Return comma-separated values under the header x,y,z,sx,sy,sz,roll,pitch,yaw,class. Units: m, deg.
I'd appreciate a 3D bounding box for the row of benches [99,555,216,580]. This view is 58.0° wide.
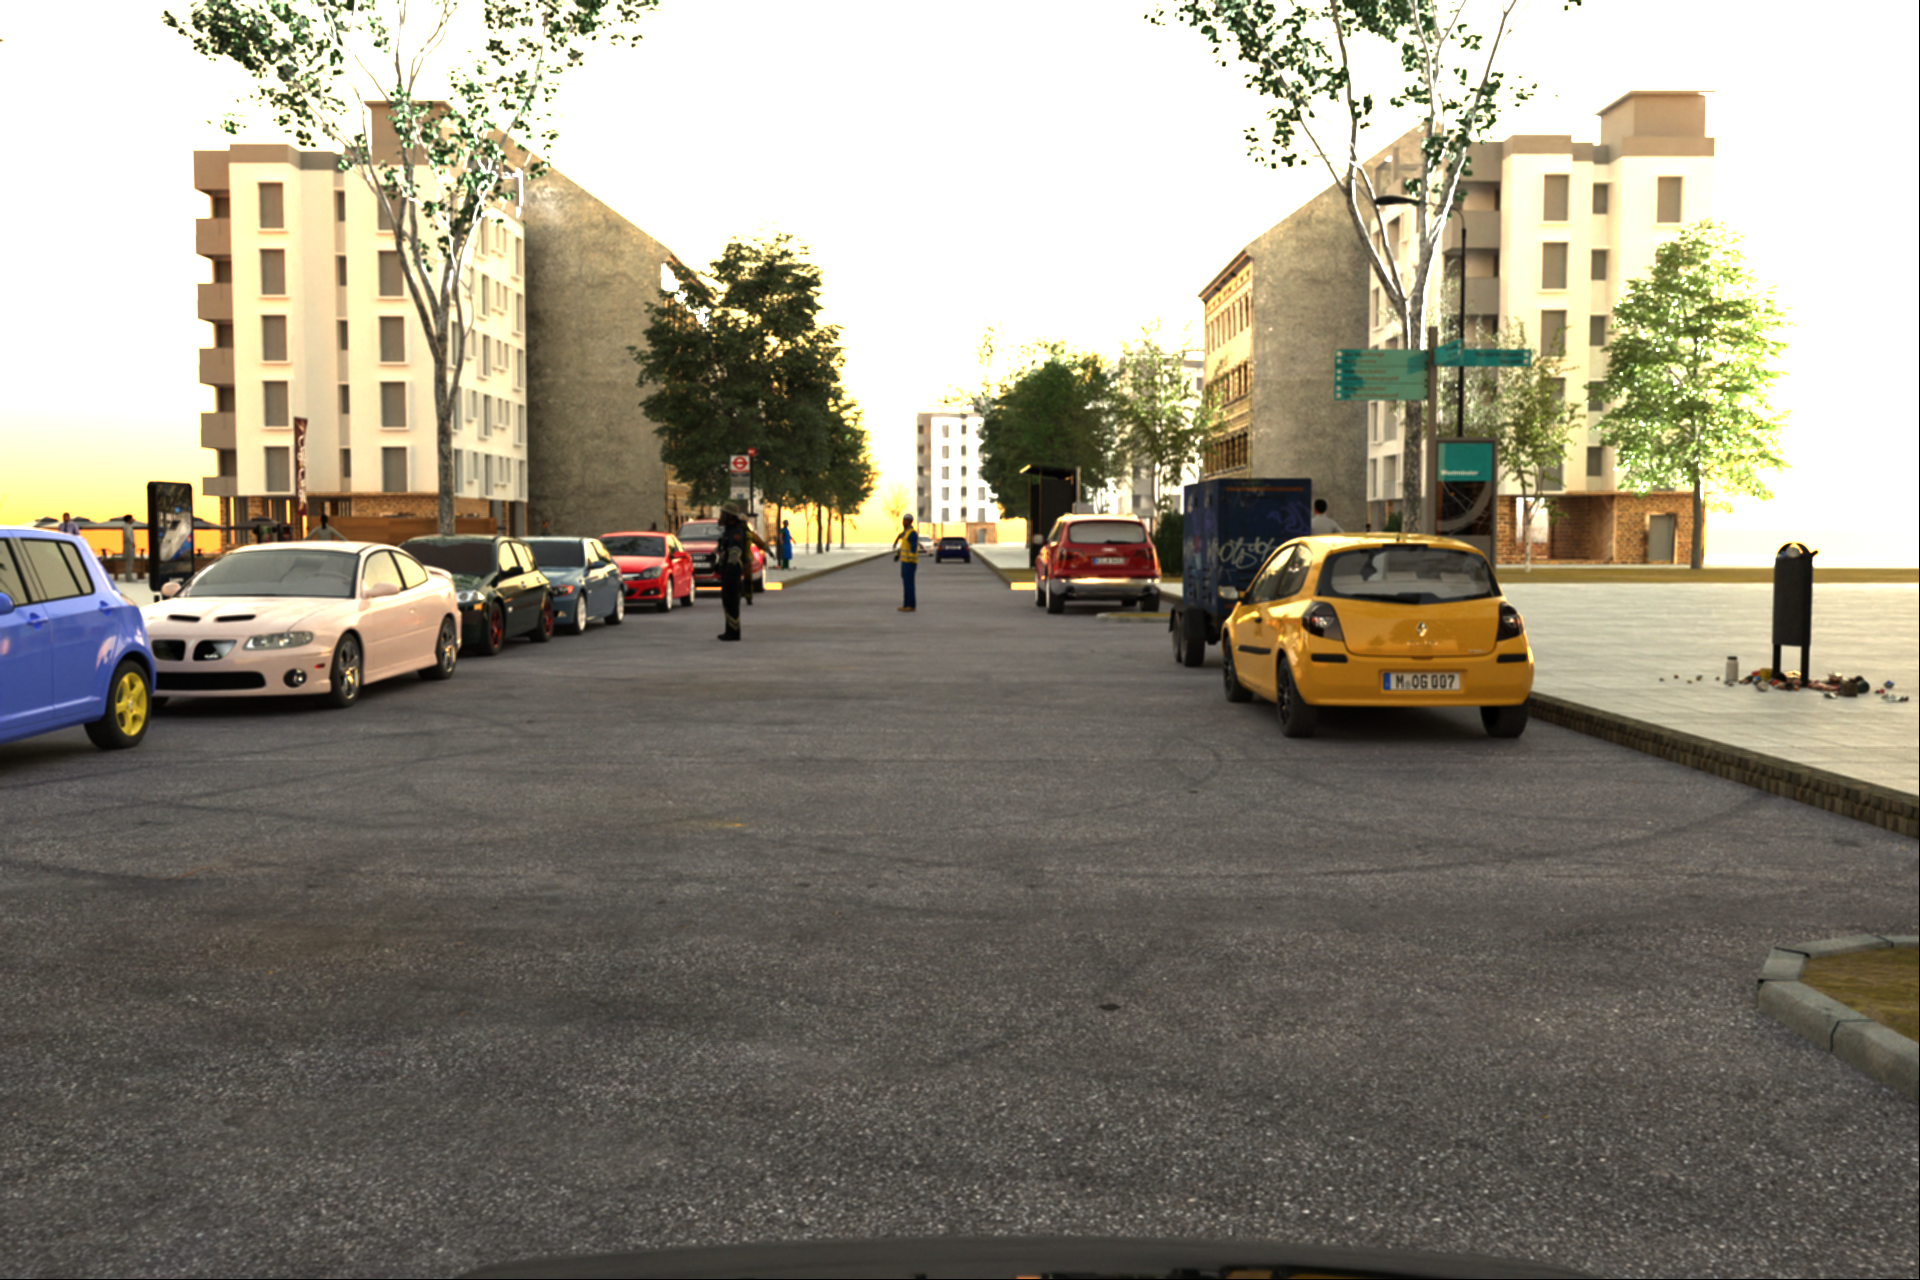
x,y,z,sx,sy,sz,roll,pitch,yaw,class
-23.161,-2.111,49.973,1.422,0.672,4.104,1,4,18,row of benches

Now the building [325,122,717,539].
x,y,z,sx,sy,sz,roll,pitch,yaw,class
-25.155,-16.563,101.732,19.493,23.208,18.063,0,4,0,building

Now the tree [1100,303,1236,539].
x,y,z,sx,sy,sz,roll,pitch,yaw,class
6.696,-6.471,56.169,4.737,8.622,4.395,0,3,0,tree

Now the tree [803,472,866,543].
x,y,z,sx,sy,sz,roll,pitch,yaw,class
-17.869,-20.015,237.610,12.009,13.543,11.850,0,3,0,tree

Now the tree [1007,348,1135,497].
x,y,z,sx,sy,sz,roll,pitch,yaw,class
6.219,-10.418,96.086,9.928,11.665,9.643,0,3,0,tree

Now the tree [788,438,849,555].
x,y,z,sx,sy,sz,roll,pitch,yaw,class
-9.597,-9.537,106.291,4.360,8.622,3.978,0,3,0,tree

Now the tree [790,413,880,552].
x,y,z,sx,sy,sz,roll,pitch,yaw,class
-9.349,-11.728,126.170,7.601,10.594,8.767,-1,4,-14,tree

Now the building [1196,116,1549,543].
x,y,z,sx,sy,sz,roll,pitch,yaw,class
24.645,-16.487,100.484,19.493,23.208,18.063,0,3,0,building

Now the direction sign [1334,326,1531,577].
x,y,z,sx,sy,sz,roll,pitch,yaw,class
6.085,-2.022,21.823,2.525,3.948,1.411,0,4,0,direction sign

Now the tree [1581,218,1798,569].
x,y,z,sx,sy,sz,roll,pitch,yaw,class
26.605,-8.870,63.158,7.486,12.596,7.792,0,3,0,tree

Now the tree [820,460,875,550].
x,y,z,sx,sy,sz,roll,pitch,yaw,class
-9.082,-11.534,138.939,4.737,8.622,4.395,0,3,0,tree

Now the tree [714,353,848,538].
x,y,z,sx,sy,sz,roll,pitch,yaw,class
-9.601,-9.514,89.963,8.767,10.594,7.601,1,4,18,tree

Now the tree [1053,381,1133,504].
x,y,z,sx,sy,sz,roll,pitch,yaw,class
6.163,-8.168,83.904,4.360,8.622,3.978,0,3,0,tree

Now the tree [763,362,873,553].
x,y,z,sx,sy,sz,roll,pitch,yaw,class
-9.708,-12.003,114.376,7.486,12.596,7.792,0,3,0,tree

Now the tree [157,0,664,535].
x,y,z,sx,sy,sz,roll,pitch,yaw,class
-13.570,-11.274,40.224,12.611,20.169,13.585,0,3,0,tree

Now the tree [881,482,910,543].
x,y,z,sx,sy,sz,roll,pitch,yaw,class
-8.411,-17.804,241.456,4.360,8.622,3.978,0,3,0,tree

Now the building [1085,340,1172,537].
x,y,z,sx,sy,sz,roll,pitch,yaw,class
21.195,-22.917,205.625,19.493,23.208,18.063,0,4,0,building

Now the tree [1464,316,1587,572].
x,y,z,sx,sy,sz,roll,pitch,yaw,class
18.885,-6.563,57.672,4.737,8.622,4.395,0,3,0,tree

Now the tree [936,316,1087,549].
x,y,z,sx,sy,sz,roll,pitch,yaw,class
4.832,-18.076,151.431,12.611,20.169,13.585,0,3,0,tree

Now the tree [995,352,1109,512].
x,y,z,sx,sy,sz,roll,pitch,yaw,class
5.806,-11.615,108.028,7.486,12.596,7.792,0,3,0,tree

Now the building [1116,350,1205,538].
x,y,z,sx,sy,sz,roll,pitch,yaw,class
21.337,-19.665,177.934,16.016,20.090,11.380,0,3,0,building

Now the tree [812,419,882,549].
x,y,z,sx,sy,sz,roll,pitch,yaw,class
-10.075,-13.565,147.546,9.928,11.665,9.643,0,3,0,tree

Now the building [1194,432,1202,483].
x,y,z,sx,sy,sz,roll,pitch,yaw,class
23.693,-11.310,127.072,9.099,9.664,28.070,0,4,0,building

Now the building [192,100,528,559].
x,y,z,sx,sy,sz,roll,pitch,yaw,class
-27.485,-13.487,76.939,16.016,20.090,11.380,0,4,1,building

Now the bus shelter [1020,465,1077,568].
x,y,z,sx,sy,sz,roll,pitch,yaw,class
3.167,-4.315,61.830,1.731,3.624,6.357,0,4,-1,bus shelter

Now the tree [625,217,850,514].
x,y,z,sx,sy,sz,roll,pitch,yaw,class
-9.060,-10.073,71.356,9.857,13.997,8.962,0,3,0,tree

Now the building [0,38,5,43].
x,y,z,sx,sy,sz,roll,pitch,yaw,class
-31.668,-11.824,33.978,13.314,22.015,24.055,0,4,-1,building

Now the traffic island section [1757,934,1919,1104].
x,y,z,sx,sy,sz,roll,pitch,yaw,class
3.401,1.102,4.847,1.991,0.108,1.994,0,4,-1,traffic island section

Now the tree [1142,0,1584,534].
x,y,z,sx,sy,sz,roll,pitch,yaw,class
8.126,-10.988,35.537,12.611,20.169,13.585,0,3,0,tree

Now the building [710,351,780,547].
x,y,z,sx,sy,sz,roll,pitch,yaw,class
-28.813,-21.383,180.542,19.493,23.208,18.063,0,4,-1,building

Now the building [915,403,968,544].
x,y,z,sx,sy,sz,roll,pitch,yaw,class
-6.008,-23.486,242.873,11.380,20.090,16.016,1,4,8,building

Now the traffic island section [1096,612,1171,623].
x,y,z,sx,sy,sz,roll,pitch,yaw,class
3.305,-0.370,28.913,1.991,0.108,1.994,0,4,-1,traffic island section

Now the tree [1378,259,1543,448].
x,y,z,sx,sy,sz,roll,pitch,yaw,class
12.837,-5.900,46.827,4.360,8.622,3.978,0,3,0,tree

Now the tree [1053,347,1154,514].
x,y,z,sx,sy,sz,roll,pitch,yaw,class
5.408,-7.264,69.132,4.360,8.622,3.978,0,3,0,tree

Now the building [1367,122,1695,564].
x,y,z,sx,sy,sz,roll,pitch,yaw,class
25.735,-14.046,86.066,16.016,20.090,11.380,0,4,0,building

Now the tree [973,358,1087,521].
x,y,z,sx,sy,sz,roll,pitch,yaw,class
5.548,-13.469,126.878,9.857,13.997,8.962,0,3,0,tree

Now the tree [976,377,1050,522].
x,y,z,sx,sy,sz,roll,pitch,yaw,class
5.931,-14.148,137.979,9.857,13.997,8.962,0,3,0,tree
